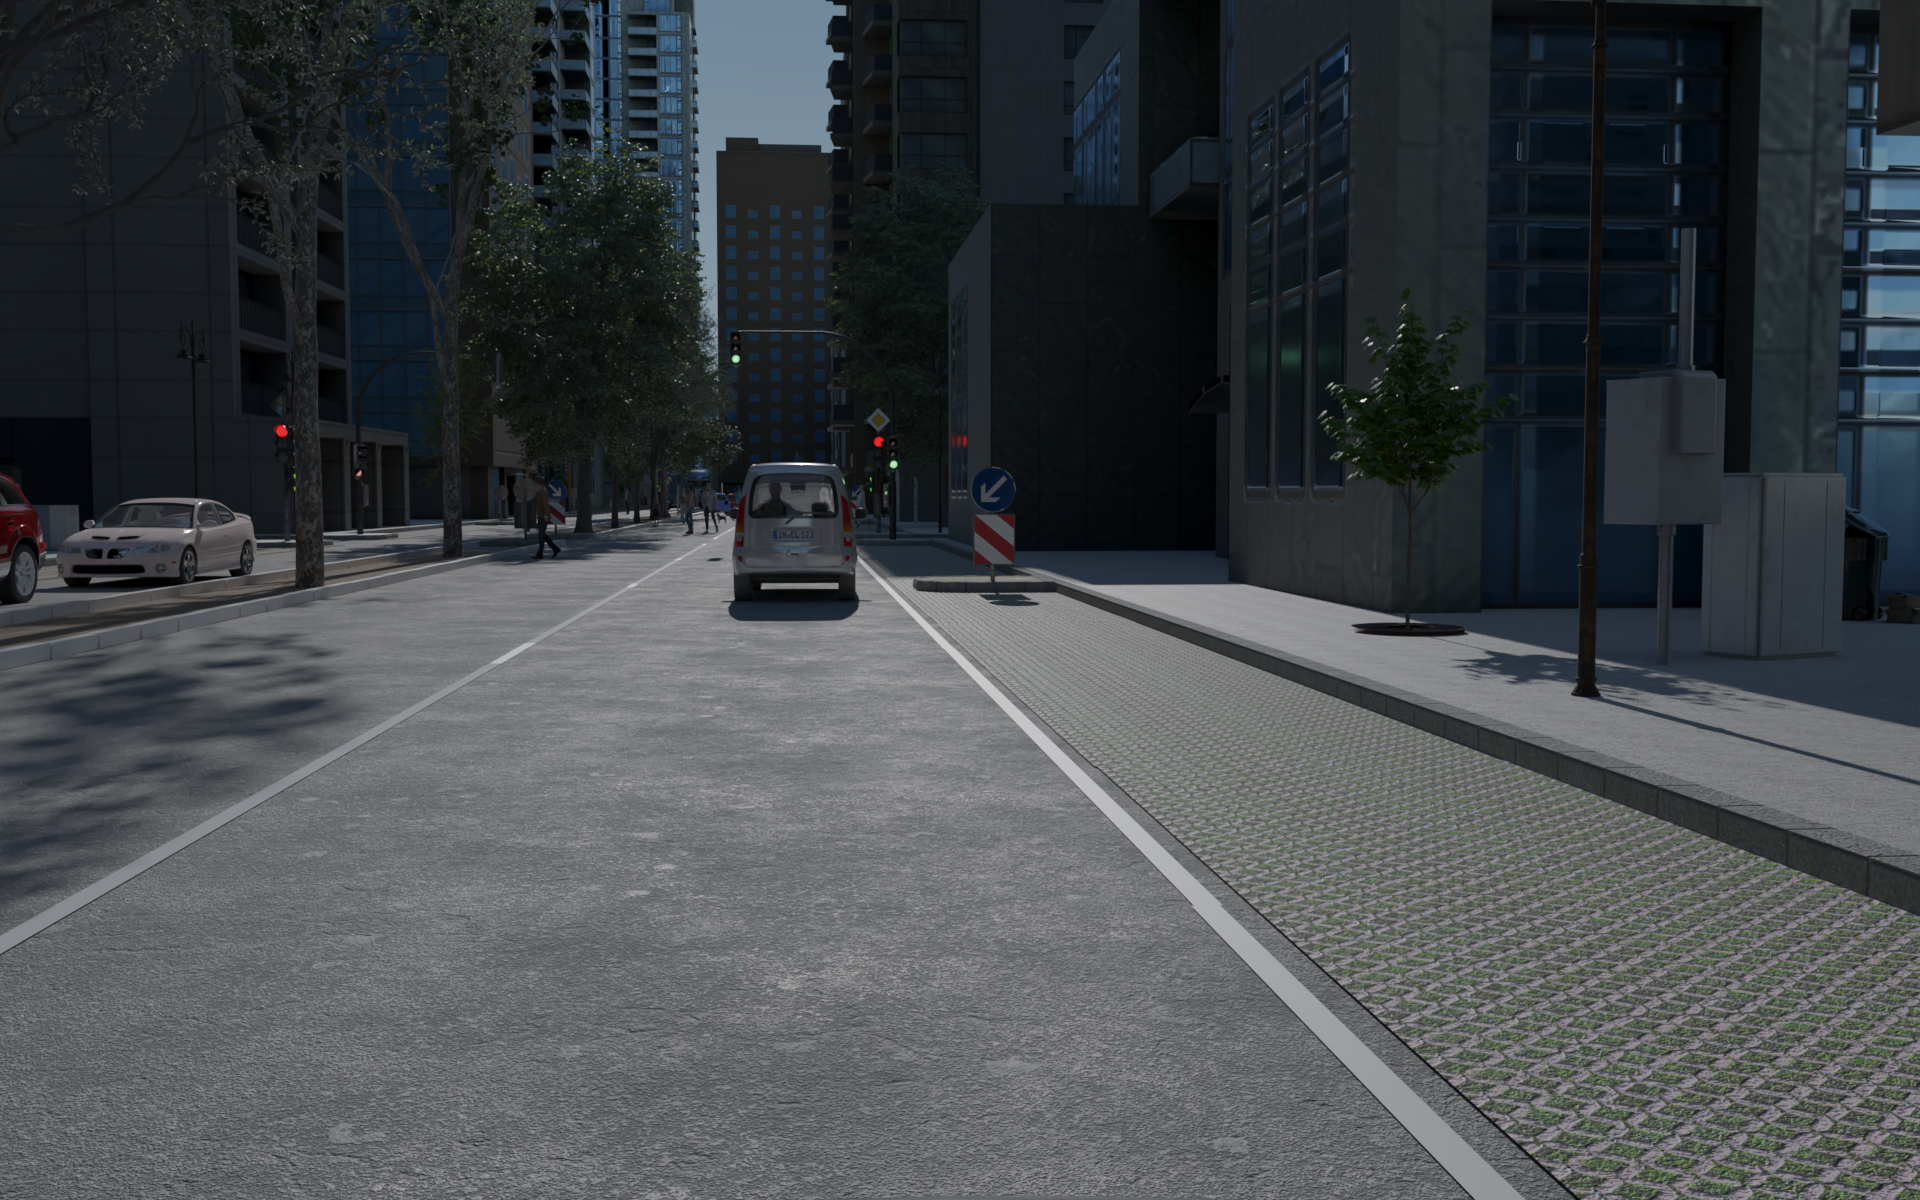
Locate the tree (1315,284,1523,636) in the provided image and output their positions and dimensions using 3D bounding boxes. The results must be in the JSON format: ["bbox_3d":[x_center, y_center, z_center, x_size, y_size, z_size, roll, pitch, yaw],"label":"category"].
[{"bbox_3d":[4.152,-1.319,16.172,1.663,3.219,1.824,0,3,0],"label":"tree"}]

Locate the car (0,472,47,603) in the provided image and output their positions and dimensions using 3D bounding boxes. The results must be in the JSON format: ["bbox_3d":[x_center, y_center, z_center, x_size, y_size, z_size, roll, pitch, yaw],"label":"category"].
[{"bbox_3d":[-13.148,-0.764,21.170,2.281,1.827,5.304,0,4,-5],"label":"car"}]

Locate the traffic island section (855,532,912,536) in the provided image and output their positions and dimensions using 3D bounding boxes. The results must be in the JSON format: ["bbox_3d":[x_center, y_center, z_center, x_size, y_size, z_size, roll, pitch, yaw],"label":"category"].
[{"bbox_3d":[-2.639,-2.105,56.703,2.009,0.180,2.903,0,4,-5],"label":"traffic island section"}]

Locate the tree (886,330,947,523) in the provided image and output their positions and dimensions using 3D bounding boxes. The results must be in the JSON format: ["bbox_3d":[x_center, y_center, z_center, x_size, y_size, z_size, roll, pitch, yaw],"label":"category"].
[{"bbox_3d":[-1.720,-7.657,75.559,4.737,8.622,4.395,0,3,0],"label":"tree"}]

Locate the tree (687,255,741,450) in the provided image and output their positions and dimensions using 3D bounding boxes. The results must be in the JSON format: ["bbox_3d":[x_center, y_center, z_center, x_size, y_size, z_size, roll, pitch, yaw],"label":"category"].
[{"bbox_3d":[-14.299,-9.703,71.464,12.009,13.543,11.850,0,3,0],"label":"tree"}]

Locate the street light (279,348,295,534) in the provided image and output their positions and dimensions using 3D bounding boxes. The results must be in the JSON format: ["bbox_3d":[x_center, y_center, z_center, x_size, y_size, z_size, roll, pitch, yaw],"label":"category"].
[{"bbox_3d":[-21.158,-5.031,55.045,0.468,5.910,1.993,0,4,-5],"label":"street light"}]

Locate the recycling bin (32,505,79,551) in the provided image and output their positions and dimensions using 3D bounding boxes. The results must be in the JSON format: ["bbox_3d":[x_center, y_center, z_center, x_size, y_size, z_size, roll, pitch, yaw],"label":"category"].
[{"bbox_3d":[-20.589,-1.644,39.427,0.722,1.027,0.722,2,4,29],"label":"recycling bin"}]

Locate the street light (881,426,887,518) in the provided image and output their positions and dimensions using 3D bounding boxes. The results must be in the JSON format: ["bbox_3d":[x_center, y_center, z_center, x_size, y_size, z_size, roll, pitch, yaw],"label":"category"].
[{"bbox_3d":[-4.152,-7.401,93.801,0.468,5.910,1.993,0,4,-5],"label":"street light"}]

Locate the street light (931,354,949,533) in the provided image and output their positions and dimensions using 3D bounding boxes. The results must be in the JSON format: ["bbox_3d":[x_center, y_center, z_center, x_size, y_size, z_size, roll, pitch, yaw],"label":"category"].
[{"bbox_3d":[-0.652,-5.169,57.306,0.468,5.910,1.993,0,4,-5],"label":"street light"}]

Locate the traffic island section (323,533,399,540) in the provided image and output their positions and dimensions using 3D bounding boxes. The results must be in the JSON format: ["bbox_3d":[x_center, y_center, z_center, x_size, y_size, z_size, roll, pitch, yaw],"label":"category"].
[{"bbox_3d":[-19.105,-2.009,55.131,2.009,0.180,2.903,0,4,-5],"label":"traffic island section"}]

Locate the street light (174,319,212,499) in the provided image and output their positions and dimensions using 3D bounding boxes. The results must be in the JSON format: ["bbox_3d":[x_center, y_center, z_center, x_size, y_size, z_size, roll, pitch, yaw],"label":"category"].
[{"bbox_3d":[-20.258,-4.469,45.862,0.468,5.910,1.993,0,4,-5],"label":"street light"}]

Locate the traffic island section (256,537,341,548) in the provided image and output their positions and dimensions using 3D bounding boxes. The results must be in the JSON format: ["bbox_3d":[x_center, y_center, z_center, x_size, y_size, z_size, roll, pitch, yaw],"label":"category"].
[{"bbox_3d":[-18.340,-1.523,47.182,2.009,0.180,2.903,0,4,-5],"label":"traffic island section"}]

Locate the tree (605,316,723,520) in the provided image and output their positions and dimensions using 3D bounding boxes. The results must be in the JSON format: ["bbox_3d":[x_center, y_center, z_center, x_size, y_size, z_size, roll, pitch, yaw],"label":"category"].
[{"bbox_3d":[-16.760,-10.186,94.758,9.928,11.665,9.643,0,3,0],"label":"tree"}]

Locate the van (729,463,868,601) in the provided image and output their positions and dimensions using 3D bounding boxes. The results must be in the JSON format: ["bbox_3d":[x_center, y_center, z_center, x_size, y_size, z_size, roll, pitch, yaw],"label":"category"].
[{"bbox_3d":[-2.311,-1.078,24.633,2.013,2.044,4.112,0,4,-4],"label":"van"}]

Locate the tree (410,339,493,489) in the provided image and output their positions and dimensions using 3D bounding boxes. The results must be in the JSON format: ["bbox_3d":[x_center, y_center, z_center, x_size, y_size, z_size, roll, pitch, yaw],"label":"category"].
[{"bbox_3d":[-24.467,-8.113,83.013,4.737,8.622,4.395,0,3,0],"label":"tree"}]

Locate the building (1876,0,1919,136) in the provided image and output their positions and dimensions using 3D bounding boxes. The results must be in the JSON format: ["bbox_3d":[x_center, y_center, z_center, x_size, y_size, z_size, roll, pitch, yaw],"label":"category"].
[{"bbox_3d":[10.708,-19.525,2.833,14.154,41.232,14.086,0,4,-5],"label":"building"}]

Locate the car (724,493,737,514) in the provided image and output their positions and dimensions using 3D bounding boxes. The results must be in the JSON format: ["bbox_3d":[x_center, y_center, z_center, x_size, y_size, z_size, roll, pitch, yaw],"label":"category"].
[{"bbox_3d":[-16.027,-7.061,124.483,2.155,1.783,4.494,0,4,-7],"label":"car"}]

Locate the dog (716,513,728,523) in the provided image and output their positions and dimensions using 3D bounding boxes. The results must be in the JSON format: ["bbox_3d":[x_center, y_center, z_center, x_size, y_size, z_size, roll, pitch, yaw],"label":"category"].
[{"bbox_3d":[-11.599,-3.984,84.421,0.406,0.507,0.540,1,4,19],"label":"dog"}]

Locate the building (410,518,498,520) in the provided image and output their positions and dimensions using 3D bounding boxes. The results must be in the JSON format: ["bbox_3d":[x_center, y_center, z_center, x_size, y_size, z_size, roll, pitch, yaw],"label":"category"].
[{"bbox_3d":[-30.902,-27.021,91.903,14.600,45.320,14.200,0,4,-5],"label":"building"}]

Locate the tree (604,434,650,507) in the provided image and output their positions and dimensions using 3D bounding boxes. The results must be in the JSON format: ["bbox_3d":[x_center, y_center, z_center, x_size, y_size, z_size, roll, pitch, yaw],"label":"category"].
[{"bbox_3d":[-32.352,-15.215,166.892,7.486,12.596,7.792,0,3,0],"label":"tree"}]

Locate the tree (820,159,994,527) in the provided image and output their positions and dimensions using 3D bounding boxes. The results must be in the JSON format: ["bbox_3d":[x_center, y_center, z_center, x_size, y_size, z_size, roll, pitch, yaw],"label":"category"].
[{"bbox_3d":[-0.448,-9.770,66.394,9.857,13.997,8.962,0,3,0],"label":"tree"}]

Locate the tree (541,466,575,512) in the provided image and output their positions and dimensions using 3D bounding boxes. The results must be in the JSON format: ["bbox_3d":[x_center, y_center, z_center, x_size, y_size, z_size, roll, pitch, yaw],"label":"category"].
[{"bbox_3d":[-28.637,-7.913,123.975,1.663,3.219,1.824,0,3,0],"label":"tree"}]

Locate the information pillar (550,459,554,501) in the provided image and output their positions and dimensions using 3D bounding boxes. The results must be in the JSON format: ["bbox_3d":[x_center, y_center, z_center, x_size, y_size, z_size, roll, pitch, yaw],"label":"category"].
[{"bbox_3d":[-25.832,-7.233,109.617,0.183,3.616,0.504,0,4,7],"label":"information pillar"}]

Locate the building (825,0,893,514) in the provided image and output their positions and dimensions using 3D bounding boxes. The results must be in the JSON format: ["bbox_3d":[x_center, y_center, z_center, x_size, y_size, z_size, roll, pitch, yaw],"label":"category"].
[{"bbox_3d":[2.142,-28.312,117.527,22.147,44.769,28.867,0,4,-5],"label":"building"}]

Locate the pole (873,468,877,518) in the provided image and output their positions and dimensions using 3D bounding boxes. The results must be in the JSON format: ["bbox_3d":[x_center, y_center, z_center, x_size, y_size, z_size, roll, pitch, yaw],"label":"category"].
[{"bbox_3d":[-4.498,-6.002,91.977,0.158,3.312,0.155,0,3,0],"label":"pole"}]

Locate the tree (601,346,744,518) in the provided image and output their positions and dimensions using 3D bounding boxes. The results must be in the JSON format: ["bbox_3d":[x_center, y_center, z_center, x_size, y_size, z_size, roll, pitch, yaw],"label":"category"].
[{"bbox_3d":[-17.921,-11.318,104.510,9.611,12.733,9.660,0,3,0],"label":"tree"}]

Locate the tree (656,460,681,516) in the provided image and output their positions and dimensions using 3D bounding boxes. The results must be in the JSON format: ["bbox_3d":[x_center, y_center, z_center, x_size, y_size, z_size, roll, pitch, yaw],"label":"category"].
[{"bbox_3d":[-18.483,-9.815,113.290,4.360,8.622,3.978,0,3,0],"label":"tree"}]

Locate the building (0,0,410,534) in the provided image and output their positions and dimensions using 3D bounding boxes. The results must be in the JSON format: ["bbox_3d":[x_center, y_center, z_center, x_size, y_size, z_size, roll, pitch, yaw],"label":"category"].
[{"bbox_3d":[-32.010,-38.183,62.541,20.563,71.187,20.611,0,4,-5],"label":"building"}]

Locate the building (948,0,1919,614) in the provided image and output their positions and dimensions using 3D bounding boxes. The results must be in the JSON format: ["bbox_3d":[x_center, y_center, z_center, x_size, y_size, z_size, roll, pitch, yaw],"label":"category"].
[{"bbox_3d":[12.265,-44.009,32.225,22.319,86.520,31.000,0,4,-5],"label":"building"}]

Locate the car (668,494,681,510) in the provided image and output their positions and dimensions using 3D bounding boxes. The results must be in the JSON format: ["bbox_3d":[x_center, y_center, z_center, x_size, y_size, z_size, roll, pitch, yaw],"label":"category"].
[{"bbox_3d":[-25.506,-8.914,155.523,2.009,1.686,4.222,0,4,-6],"label":"car"}]

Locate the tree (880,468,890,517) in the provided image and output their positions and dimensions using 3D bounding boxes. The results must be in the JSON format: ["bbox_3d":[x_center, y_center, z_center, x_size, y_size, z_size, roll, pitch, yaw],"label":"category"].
[{"bbox_3d":[-3.922,-6.289,97.423,1.663,3.219,1.824,0,3,0],"label":"tree"}]

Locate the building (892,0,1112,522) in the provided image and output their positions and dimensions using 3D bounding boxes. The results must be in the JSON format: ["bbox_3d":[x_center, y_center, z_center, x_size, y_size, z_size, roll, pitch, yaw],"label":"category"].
[{"bbox_3d":[3.558,-19.219,85.939,14.160,30.474,14.107,0,4,-5],"label":"building"}]

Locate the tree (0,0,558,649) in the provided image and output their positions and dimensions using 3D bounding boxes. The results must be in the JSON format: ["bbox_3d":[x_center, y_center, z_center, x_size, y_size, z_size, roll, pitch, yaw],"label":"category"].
[{"bbox_3d":[-8.741,-6.226,14.624,12.009,13.543,11.850,0,3,0],"label":"tree"}]

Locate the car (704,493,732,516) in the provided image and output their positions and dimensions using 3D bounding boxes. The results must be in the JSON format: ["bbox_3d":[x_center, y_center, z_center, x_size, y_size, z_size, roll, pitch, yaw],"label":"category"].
[{"bbox_3d":[-16.041,-6.408,114.358,1.945,1.707,3.694,0,4,-6],"label":"car"}]

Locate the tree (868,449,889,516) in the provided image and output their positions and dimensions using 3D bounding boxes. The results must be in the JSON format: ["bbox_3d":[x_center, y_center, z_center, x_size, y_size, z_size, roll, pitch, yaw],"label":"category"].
[{"bbox_3d":[-3.712,-7.181,101.129,4.285,4.588,4.351,0,3,0],"label":"tree"}]

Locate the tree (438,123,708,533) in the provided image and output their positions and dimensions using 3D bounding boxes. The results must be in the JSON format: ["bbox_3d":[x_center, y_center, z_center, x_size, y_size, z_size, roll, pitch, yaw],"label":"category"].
[{"bbox_3d":[-13.237,-9.259,60.489,9.857,13.997,8.962,0,3,0],"label":"tree"}]

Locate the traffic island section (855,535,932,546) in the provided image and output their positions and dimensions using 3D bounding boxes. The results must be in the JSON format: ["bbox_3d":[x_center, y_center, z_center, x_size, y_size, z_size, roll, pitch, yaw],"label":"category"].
[{"bbox_3d":[-1.874,-1.619,48.755,2.009,0.180,2.903,0,4,-5],"label":"traffic island section"}]

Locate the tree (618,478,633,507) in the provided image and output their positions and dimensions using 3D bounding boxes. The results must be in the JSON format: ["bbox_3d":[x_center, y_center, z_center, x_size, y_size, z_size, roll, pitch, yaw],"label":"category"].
[{"bbox_3d":[-33.616,-10.951,173.655,1.663,3.219,1.824,0,3,0],"label":"tree"}]

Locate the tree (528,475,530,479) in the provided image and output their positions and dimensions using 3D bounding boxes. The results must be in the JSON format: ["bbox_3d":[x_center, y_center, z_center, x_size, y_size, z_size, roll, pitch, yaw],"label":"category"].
[{"bbox_3d":[-27.142,-9.445,104.789,4.737,8.622,4.395,0,3,0],"label":"tree"}]

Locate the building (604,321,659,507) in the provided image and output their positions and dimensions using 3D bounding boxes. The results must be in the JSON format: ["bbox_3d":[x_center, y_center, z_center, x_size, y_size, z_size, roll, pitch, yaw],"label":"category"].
[{"bbox_3d":[-48.881,-21.105,190.098,28.899,21.520,27.650,0,4,-5],"label":"building"}]

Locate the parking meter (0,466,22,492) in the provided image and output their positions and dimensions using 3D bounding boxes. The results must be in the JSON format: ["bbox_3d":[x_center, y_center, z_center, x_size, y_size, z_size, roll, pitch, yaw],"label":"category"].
[{"bbox_3d":[-19.529,-1.833,35.683,0.255,1.863,0.399,0,4,1],"label":"parking meter"}]

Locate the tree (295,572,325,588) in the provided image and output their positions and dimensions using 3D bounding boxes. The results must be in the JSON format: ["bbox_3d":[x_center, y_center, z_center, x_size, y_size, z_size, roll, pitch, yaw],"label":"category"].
[{"bbox_3d":[-11.236,-10.292,26.626,12.611,20.169,13.585,0,3,0],"label":"tree"}]

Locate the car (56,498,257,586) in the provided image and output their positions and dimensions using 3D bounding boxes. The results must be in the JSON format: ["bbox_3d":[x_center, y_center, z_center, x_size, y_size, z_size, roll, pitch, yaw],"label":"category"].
[{"bbox_3d":[-13.105,-0.988,28.508,2.083,1.381,4.827,0,4,-5],"label":"car"}]

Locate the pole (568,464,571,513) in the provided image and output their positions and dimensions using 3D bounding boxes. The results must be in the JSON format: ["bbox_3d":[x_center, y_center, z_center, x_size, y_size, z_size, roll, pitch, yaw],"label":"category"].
[{"bbox_3d":[-26.797,-7.646,118.853,0.158,3.312,0.155,0,3,0],"label":"pole"}]

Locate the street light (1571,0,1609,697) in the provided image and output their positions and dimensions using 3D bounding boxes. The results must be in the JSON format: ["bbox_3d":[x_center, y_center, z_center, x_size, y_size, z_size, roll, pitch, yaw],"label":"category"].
[{"bbox_3d":[3.983,-2.328,10.844,0.468,5.910,1.993,0,4,-5],"label":"street light"}]
